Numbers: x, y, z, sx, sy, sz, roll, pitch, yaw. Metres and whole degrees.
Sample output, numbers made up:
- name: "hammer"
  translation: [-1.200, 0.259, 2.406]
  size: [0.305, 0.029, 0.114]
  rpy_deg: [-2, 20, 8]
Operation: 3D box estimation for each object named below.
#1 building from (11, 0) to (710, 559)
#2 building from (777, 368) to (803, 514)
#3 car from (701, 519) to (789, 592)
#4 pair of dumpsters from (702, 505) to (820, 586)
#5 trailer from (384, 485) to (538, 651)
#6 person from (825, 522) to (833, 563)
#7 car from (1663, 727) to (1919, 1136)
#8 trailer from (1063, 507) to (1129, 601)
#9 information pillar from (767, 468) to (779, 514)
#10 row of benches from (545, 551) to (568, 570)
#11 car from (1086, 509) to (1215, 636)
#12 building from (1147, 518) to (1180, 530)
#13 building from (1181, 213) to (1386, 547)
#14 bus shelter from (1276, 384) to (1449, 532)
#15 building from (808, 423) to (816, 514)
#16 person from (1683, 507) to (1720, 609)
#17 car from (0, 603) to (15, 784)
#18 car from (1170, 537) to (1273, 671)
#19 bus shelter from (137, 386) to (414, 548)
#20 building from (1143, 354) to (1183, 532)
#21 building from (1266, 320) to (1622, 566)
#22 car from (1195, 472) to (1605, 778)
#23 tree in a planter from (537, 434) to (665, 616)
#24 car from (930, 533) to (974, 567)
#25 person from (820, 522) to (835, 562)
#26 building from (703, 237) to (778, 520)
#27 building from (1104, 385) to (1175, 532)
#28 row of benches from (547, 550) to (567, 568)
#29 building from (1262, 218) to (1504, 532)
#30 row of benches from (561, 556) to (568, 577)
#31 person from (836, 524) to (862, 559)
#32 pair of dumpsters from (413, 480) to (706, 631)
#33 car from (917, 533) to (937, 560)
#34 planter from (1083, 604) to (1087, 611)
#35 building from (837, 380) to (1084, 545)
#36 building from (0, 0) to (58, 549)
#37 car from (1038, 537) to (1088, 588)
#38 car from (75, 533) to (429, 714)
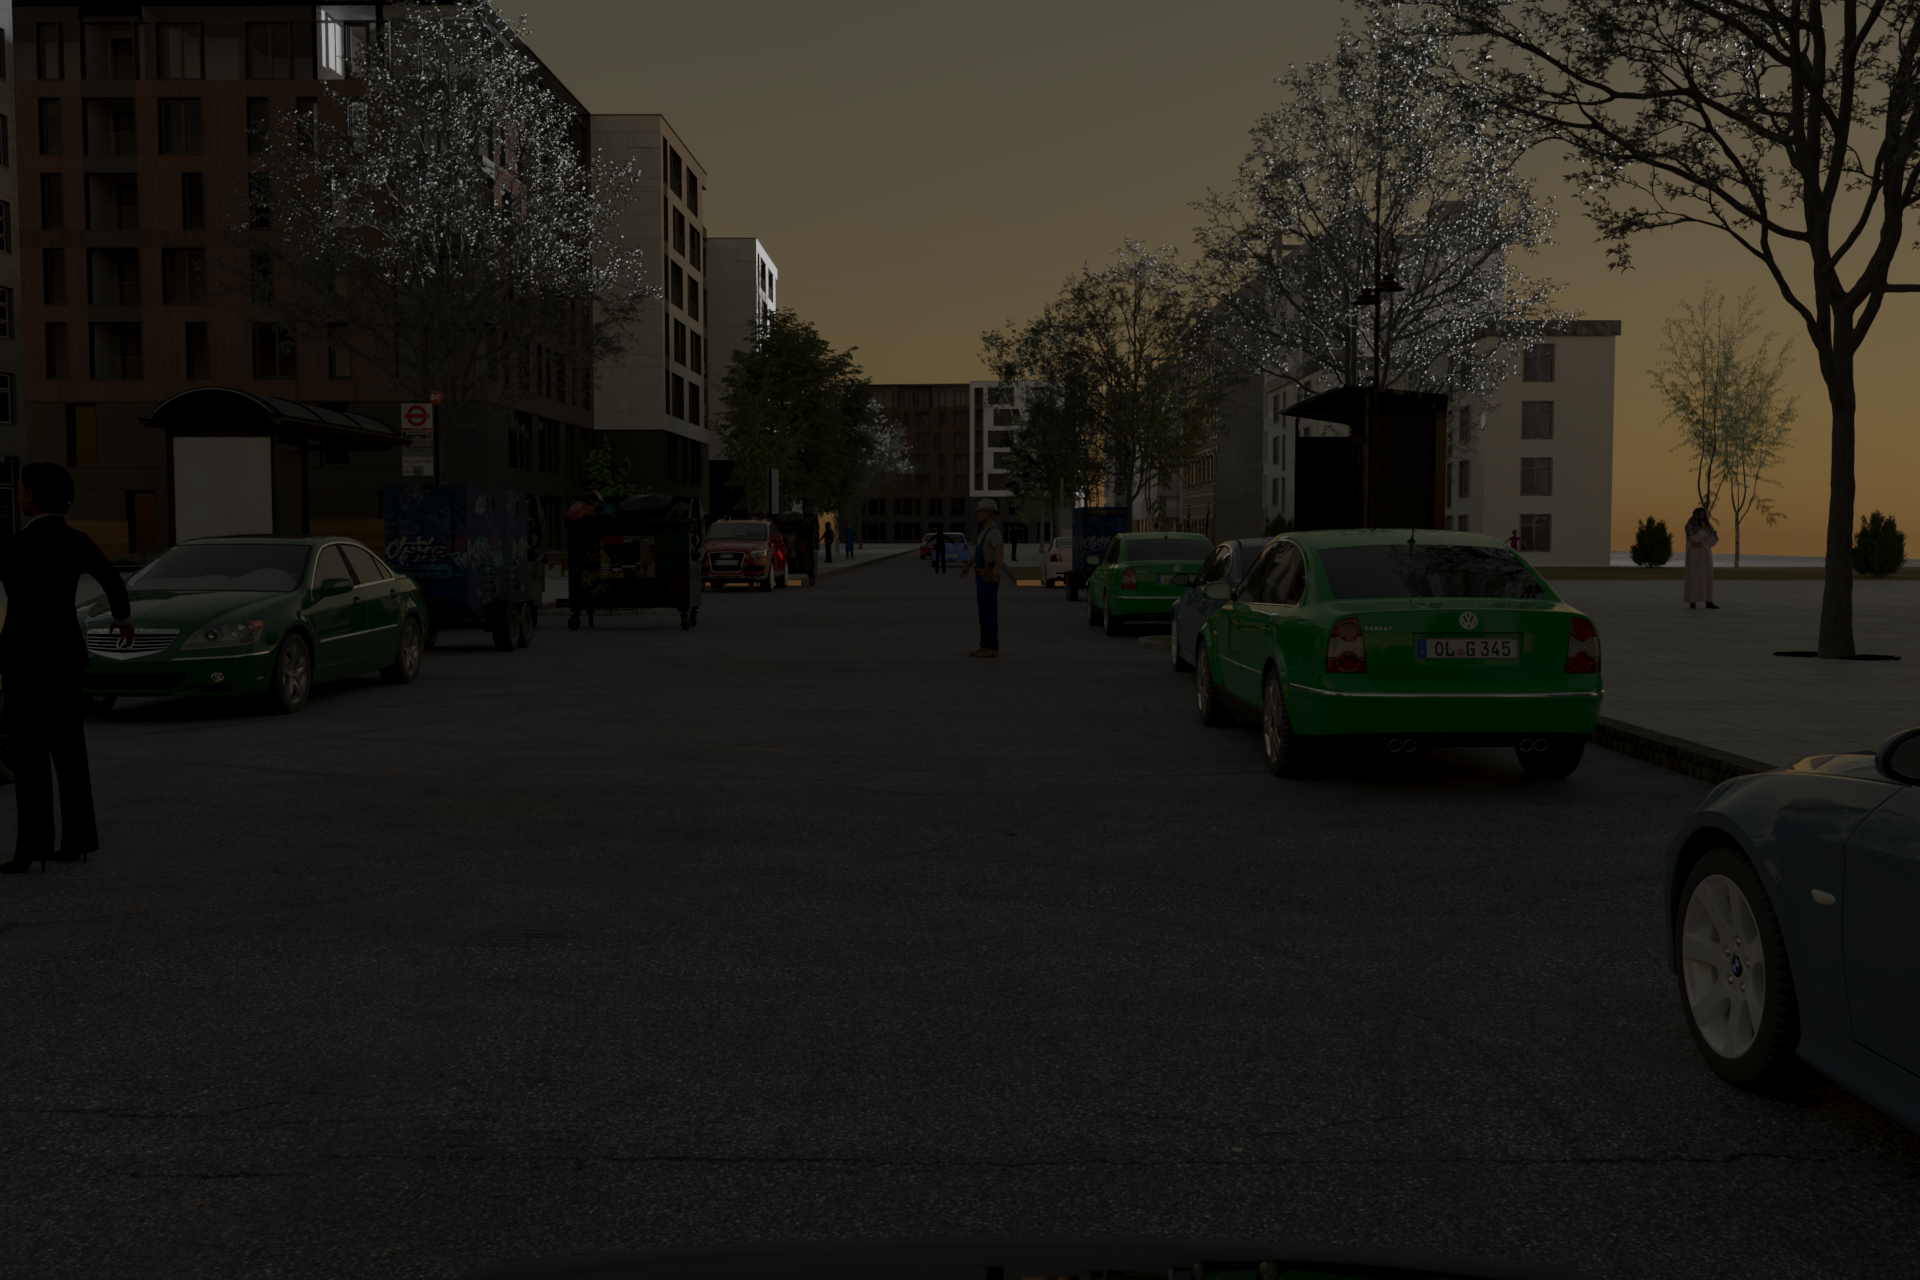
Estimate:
- name: "building"
  translation: [-28.475, -14.597, 82.636]
  size: [27.936, 21.610, 32.646]
  rpy_deg: [0, 4, 1]
- name: "building"
  translation: [-23.208, -20.213, 186.907]
  size: [16.016, 20.090, 11.380]
  rpy_deg: [0, 4, 0]
- name: "car"
  translation: [-5.612, -2.186, 44.417]
  size: [2.281, 1.827, 5.304]
  rpy_deg: [0, 4, 1]
- name: "pair of dumpsters"
  translation: [-6.111, -2.625, 47.871]
  size: [4.436, 2.255, 1.574]
  rpy_deg: [0, 4, 0]
- name: "trailer"
  translation: [-6.164, -0.839, 20.765]
  size: [1.471, 1.999, 3.904]
  rpy_deg: [0, 4, 1]
- name: "person"
  translation: [-5.796, -4.320, 76.826]
  size: [0.705, 1.806, 1.347]
  rpy_deg: [0, 4, 1]
- name: "car"
  translation: [2.864, 0.549, 3.021]
  size: [2.014, 1.417, 4.499]
  rpy_deg: [0, 4, -1]
- name: "trailer"
  translation: [3.010, -1.904, 38.171]
  size: [1.471, 1.999, 3.904]
  rpy_deg: [0, 4, -1]
- name: "information pillar"
  translation: [-6.738, -4.354, 62.501]
  size: [0.184, 3.620, 1.656]
  rpy_deg: [0, 4, 2]
- name: "row of benches"
  translation: [-14.384, -2.841, 61.919]
  size: [4.104, 0.672, 1.422]
  rpy_deg: [1, 4, 12]
- name: "car"
  translation: [2.906, -1.033, 25.692]
  size: [1.959, 1.807, 4.718]
  rpy_deg: [0, 4, -1]
- name: "building"
  translation: [26.697, -20.925, 198.546]
  size: [16.016, 20.090, 11.380]
  rpy_deg: [0, 3, 0]
- name: "building"
  translation: [26.579, -18.052, 126.086]
  size: [19.493, 23.208, 18.063]
  rpy_deg: [0, 4, 0]
- name: "bus shelter"
  translation: [6.873, -2.378, 30.171]
  size: [1.731, 3.624, 6.357]
  rpy_deg: [0, 4, 1]
- name: "building"
  translation: [-27.763, -23.212, 210.446]
  size: [19.493, 23.208, 18.063]
  rpy_deg: [0, 4, 1]
- name: "person"
  translation: [12.709, -1.410, 29.771]
  size: [0.551, 1.740, 0.621]
  rpy_deg: [-1, 4, -21]
- name: "car"
  translation: [-6.261, 0.100, 8.585]
  size: [2.015, 1.641, 3.980]
  rpy_deg: [0, 3, 0]
- name: "car"
  translation: [3.073, -0.281, 16.596]
  size: [2.014, 1.417, 4.499]
  rpy_deg: [0, 4, 1]
- name: "bus shelter"
  translation: [-10.226, -1.993, 26.504]
  size: [2.014, 3.302, 5.546]
  rpy_deg: [0, 4, 0]
- name: "building"
  translation: [24.470, -19.914, 182.005]
  size: [16.016, 20.090, 11.380]
  rpy_deg: [0, 4, 1]
- name: "building"
  translation: [21.402, -8.560, 82.111]
  size: [9.099, 9.664, 28.070]
  rpy_deg: [0, 4, 0]
- name: "car"
  translation: [2.697, -0.168, 11.544]
  size: [1.959, 1.807, 4.718]
  rpy_deg: [0, 4, -1]
- name: "tree in a planter"
  translation: [-6.405, -2.076, 31.168]
  size: [1.991, 3.239, 1.994]
  rpy_deg: [0, 4, 1]
- name: "car"
  translation: [-0.378, -4.054, 75.874]
  size: [1.945, 1.707, 3.694]
  rpy_deg: [0, 4, 1]
- name: "person"
  translation: [-6.077, -4.513, 79.549]
  size: [0.705, 1.858, 1.354]
  rpy_deg: [-2, 4, -34]
- name: "building"
  translation: [-27.901, -16.727, 117.459]
  size: [27.936, 21.610, 32.646]
  rpy_deg: [0, 4, 0]
- name: "building"
  translation: [23.240, -22.013, 216.326]
  size: [16.016, 20.090, 11.380]
  rpy_deg: [0, 4, 1]
- name: "row of benches"
  translation: [-14.529, -3.056, 65.423]
  size: [4.104, 0.672, 1.422]
  rpy_deg: [2, 4, 28]
- name: "building"
  translation: [24.634, -15.542, 110.525]
  size: [16.016, 20.090, 11.380]
  rpy_deg: [0, 3, 0]
- name: "row of benches"
  translation: [-11.146, -2.340, 53.730]
  size: [1.422, 0.672, 4.104]
  rpy_deg: [1, 4, 17]
- name: "person"
  translation: [-5.600, -4.992, 87.746]
  size: [1.347, 1.817, 0.704]
  rpy_deg: [0, 4, 4]
- name: "pair of dumpsters"
  translation: [-6.123, -1.296, 26.146]
  size: [4.436, 2.255, 1.574]
  rpy_deg: [0, 4, 0]
- name: "car"
  translation: [-1.352, -5.491, 98.826]
  size: [2.155, 1.783, 4.494]
  rpy_deg: [0, 3, 0]
- name: "planter"
  translation: [3.363, -0.721, 32.920]
  size: [1.991, 0.319, 1.994]
  rpy_deg: [0, 3, 0]
- name: "building"
  translation: [0.733, -24.299, 243.726]
  size: [32.646, 21.610, 27.936]
  rpy_deg: [0, 4, 7]
- name: "building"
  translation: [-32.345, -13.511, 39.316]
  size: [11.959, 24.771, 22.079]
  rpy_deg: [0, 4, 1]
- name: "car"
  translation: [3.185, -2.138, 47.325]
  size: [2.083, 1.381, 4.827]
  rpy_deg: [0, 4, 0]
- name: "car"
  translation: [-6.187, -0.213, 15.284]
  size: [2.131, 1.459, 4.920]
  rpy_deg: [0, 4, 1]
